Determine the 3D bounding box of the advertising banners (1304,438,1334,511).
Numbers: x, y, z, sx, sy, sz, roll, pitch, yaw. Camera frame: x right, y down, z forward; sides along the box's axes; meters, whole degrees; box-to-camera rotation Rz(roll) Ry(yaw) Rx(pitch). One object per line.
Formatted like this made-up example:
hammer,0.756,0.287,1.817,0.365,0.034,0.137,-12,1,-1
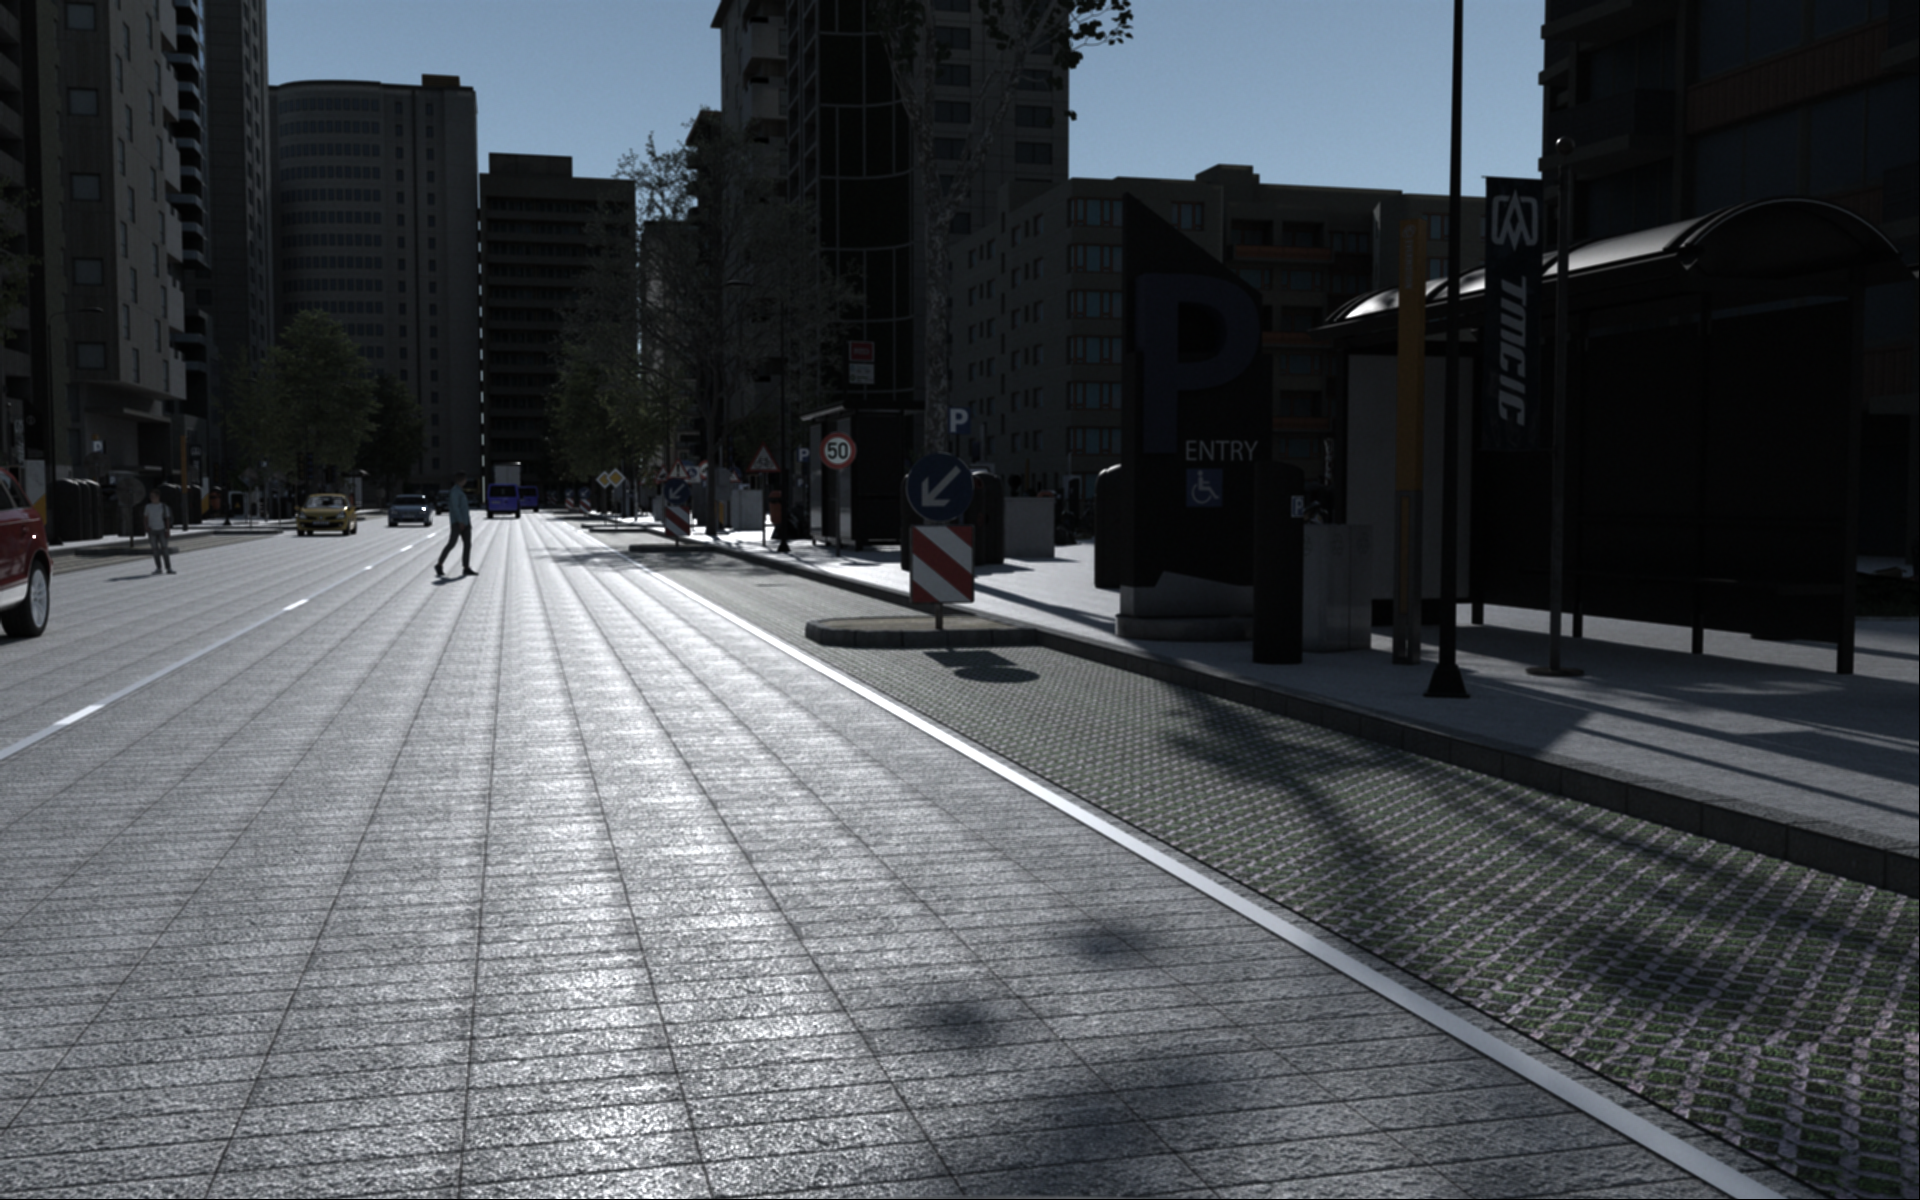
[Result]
advertising banners,11.665,-3.719,56.988,0.090,3.025,2.074,-1,4,-23

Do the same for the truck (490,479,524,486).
truck,-47.005,-11.218,179.335,3.469,3.379,9.791,-1,4,-13

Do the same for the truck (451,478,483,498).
truck,-57.967,-12.737,204.166,3.469,3.379,9.791,-1,4,-14

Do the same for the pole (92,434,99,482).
pole,-29.485,-3.996,59.180,0.158,3.312,0.155,0,3,0

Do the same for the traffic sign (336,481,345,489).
traffic sign,-48.450,-8.156,135.477,0.606,2.300,0.079,-1,4,-9

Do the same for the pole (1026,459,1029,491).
pole,3.873,-6.480,99.790,0.158,3.312,0.155,0,3,0

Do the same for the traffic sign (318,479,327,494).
traffic sign,-49.467,-8.136,134.211,0.795,2.450,0.064,-1,4,-10

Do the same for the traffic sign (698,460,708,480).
traffic sign,-9.330,-3.914,64.096,0.768,2.556,0.104,-1,4,-10

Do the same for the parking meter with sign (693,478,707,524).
parking meter with sign,-10.795,-4.762,74.114,0.543,3.016,1.738,1,4,11

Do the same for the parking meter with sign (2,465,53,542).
parking meter with sign,-25.083,-3.037,45.912,1.738,3.016,0.543,-1,4,-22

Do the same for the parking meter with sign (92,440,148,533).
parking meter with sign,-27.484,-3.705,56.845,0.543,3.016,1.738,2,4,27

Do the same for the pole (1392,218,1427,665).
pole,3.371,-1.170,12.976,0.158,3.312,0.155,0,3,0

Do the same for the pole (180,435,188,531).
pole,-27.015,-4.065,60.308,0.158,3.312,0.155,0,3,0

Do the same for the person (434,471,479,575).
person,-8.889,-1.360,30.595,0.748,1.841,0.638,1,4,10

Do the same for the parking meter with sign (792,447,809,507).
parking meter with sign,-6.066,-4.245,65.667,0.543,3.016,1.738,-1,4,-15

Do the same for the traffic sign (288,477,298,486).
traffic sign,-49.561,-7.867,128.729,0.768,2.556,0.104,-1,4,-9

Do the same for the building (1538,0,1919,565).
building,25.449,-23.351,36.412,22.147,44.769,28.867,-1,4,-14

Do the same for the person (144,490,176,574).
person,-14.402,-1.229,31.190,0.503,1.515,0.523,-3,5,-41

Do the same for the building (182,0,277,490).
building,-85.732,-45.679,185.095,20.611,71.187,20.563,-1,4,-14

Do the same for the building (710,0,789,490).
building,-8.603,-35.626,171.721,28.713,52.752,27.495,-1,4,-14

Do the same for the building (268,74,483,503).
building,-82.324,-42.956,244.333,28.212,58.520,21.231,-1,4,-14

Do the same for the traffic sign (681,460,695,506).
traffic sign,-10.164,-3.917,64.150,0.768,2.556,0.104,-1,4,-8

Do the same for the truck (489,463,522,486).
truck,-42.470,-10.588,162.030,2.839,4.237,11.283,-1,4,-16

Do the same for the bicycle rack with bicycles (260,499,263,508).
bicycle rack with bicycles,-47.863,-6.626,121.713,2.852,0.926,2.925,0,4,-3

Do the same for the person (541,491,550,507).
person,-45.167,-11.003,189.115,1.217,1.743,0.721,-3,5,-42

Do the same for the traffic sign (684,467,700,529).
traffic sign,-9.789,-3.743,63.328,0.606,2.300,0.079,-1,4,-9

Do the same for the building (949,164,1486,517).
building,16.674,-16.316,111.807,28.899,21.520,27.650,-1,4,-14

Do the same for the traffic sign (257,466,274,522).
traffic sign,-31.526,-4.802,78.624,0.768,2.556,0.104,-1,4,-12

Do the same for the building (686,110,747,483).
building,-19.533,-33.246,198.200,22.147,44.769,28.867,-1,4,-14

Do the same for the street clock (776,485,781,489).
street clock,-14.156,-8.015,135.607,0.358,2.002,0.471,2,4,31

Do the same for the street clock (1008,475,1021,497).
street clock,2.061,-3.708,65.193,0.471,2.002,0.358,-3,4,-36

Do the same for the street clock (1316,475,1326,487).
street clock,13.637,-3.713,65.285,0.358,2.002,0.471,-1,4,-16

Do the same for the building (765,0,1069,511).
building,-4.234,-42.774,137.613,20.563,71.187,20.611,-1,4,-14

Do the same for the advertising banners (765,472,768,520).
advertising banners,-9.739,-5.504,86.172,0.090,3.025,2.074,0,4,5

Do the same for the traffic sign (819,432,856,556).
traffic sign,-2.509,-2.169,35.568,0.768,2.556,0.104,0,4,-5

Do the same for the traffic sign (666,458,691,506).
traffic sign,-10.028,-3.772,61.676,0.884,2.594,0.081,0,4,-7

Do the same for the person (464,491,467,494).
person,-55.078,-11.287,193.184,0.705,1.807,1.348,3,4,36

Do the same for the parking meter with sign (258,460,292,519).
parking meter with sign,-35.014,-5.651,88.661,1.738,3.016,0.543,1,4,21

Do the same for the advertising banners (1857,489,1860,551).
advertising banners,12.393,-1.809,25.768,0.090,3.025,2.074,-2,4,-30

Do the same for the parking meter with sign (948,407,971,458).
parking meter with sign,-0.379,-2.397,35.459,0.543,3.016,1.738,-2,4,-24

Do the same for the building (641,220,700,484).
building,-38.928,-34.775,252.168,14.086,41.232,14.154,-1,4,-14

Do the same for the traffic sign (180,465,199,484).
traffic sign,-33.836,-4.647,76.079,0.768,2.556,0.104,0,4,-7

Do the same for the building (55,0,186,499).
building,-70.879,-32.514,120.848,28.713,52.752,27.495,-1,4,-14

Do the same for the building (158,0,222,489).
building,-76.882,-51.147,148.920,22.319,86.520,31.000,-1,4,-14

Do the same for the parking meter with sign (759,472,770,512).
parking meter with sign,-14.255,-7.995,126.978,0.543,3.016,1.738,2,4,25

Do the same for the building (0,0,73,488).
building,-55.645,-19.439,89.523,14.160,30.474,14.107,-1,4,-14

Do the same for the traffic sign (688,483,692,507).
traffic sign,-15.516,-6.128,100.299,0.768,2.556,0.104,-1,4,-13

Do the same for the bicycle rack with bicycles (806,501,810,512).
bicycle rack with bicycles,-7.246,-5.012,95.329,2.852,0.926,2.925,-3,5,-43

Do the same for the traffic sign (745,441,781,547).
traffic sign,-4.798,-2.588,42.312,0.884,2.594,0.081,-1,4,-13

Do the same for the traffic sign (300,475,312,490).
traffic sign,-43.601,-7.056,115.476,0.768,2.556,0.104,-1,4,-12

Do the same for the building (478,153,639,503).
building,-58.103,-38.333,250.444,21.600,48.544,21.300,-1,4,-14

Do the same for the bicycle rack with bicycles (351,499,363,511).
bicycle rack with bicycles,-46.920,-7.240,131.760,2.852,0.926,2.925,1,4,10

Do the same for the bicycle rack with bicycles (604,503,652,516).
bicycle rack with bicycles,-19.776,-5.533,103.844,2.925,0.926,2.852,0,4,-6
